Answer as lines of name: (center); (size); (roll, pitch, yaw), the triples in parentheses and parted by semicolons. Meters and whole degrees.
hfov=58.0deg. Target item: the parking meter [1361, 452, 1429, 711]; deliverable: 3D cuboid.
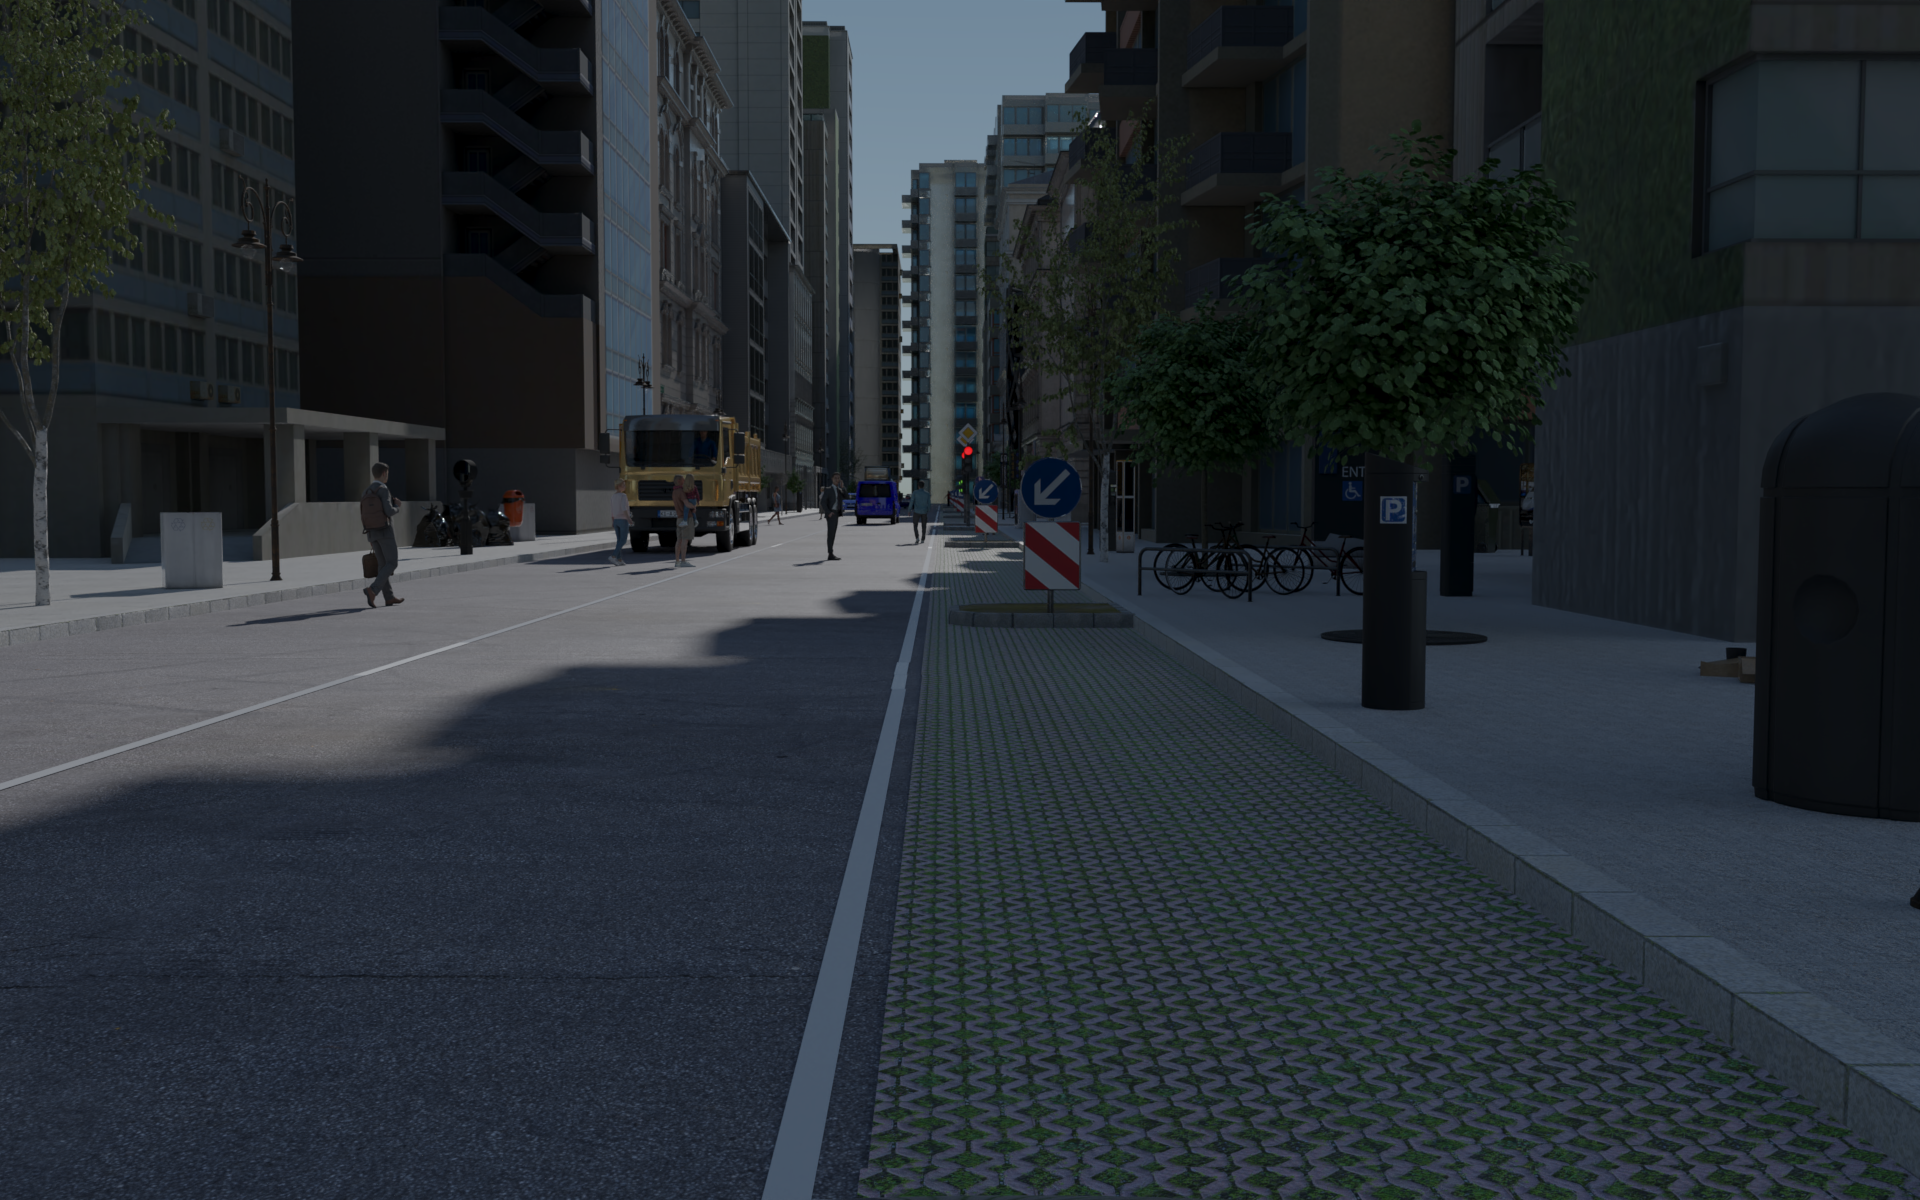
parking meter: (2.611, -0.121, 10.396); (0.372, 1.533, 0.369); (0, 3, 0)

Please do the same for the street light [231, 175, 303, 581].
street light: (-10.145, -3.225, 25.518); (0.468, 5.910, 1.993); (0, 4, -1)

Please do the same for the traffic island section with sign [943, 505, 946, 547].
traffic island section with sign: (0.576, -2.328, 46.697); (1.989, 1.847, 2.006); (0, 4, -1)

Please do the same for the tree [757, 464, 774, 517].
tree: (-11.324, -6.165, 95.398); (1.663, 3.219, 1.824); (0, 3, 0)

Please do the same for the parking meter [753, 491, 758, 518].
parking meter: (-10.735, -5.006, 90.251); (0.372, 1.533, 0.369); (0, 3, 0)

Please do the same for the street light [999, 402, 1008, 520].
street light: (2.177, -6.974, 86.821); (0.468, 5.910, 1.993); (0, 4, -1)

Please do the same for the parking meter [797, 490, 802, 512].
parking meter: (-11.527, -7.255, 124.333); (0.255, 1.863, 0.399); (2, 4, 35)

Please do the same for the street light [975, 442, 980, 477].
street light: (1.546, -10.881, 150.696); (0.468, 5.910, 1.993); (0, 4, -1)

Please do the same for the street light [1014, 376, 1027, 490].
street light: (2.382, -5.827, 68.055); (0.468, 5.910, 1.993); (0, 4, -1)

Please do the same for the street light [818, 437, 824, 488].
street light: (-11.295, -10.251, 140.384); (0.468, 5.910, 1.993); (0, 4, -1)

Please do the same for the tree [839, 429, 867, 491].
tree: (-12.459, -14.712, 190.904); (4.360, 8.622, 3.978); (0, 3, 0)

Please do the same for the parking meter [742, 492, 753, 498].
parking meter: (-10.491, -4.685, 85.014); (0.372, 1.533, 0.369); (0, 3, 0)

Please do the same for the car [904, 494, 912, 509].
car: (-4.689, -9.983, 172.259); (2.155, 1.783, 4.494); (0, 4, 0)

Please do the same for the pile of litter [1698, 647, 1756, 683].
pile of litter: (5.841, 0.132, 11.800); (1.176, 0.858, 1.719); (-1, 4, -12)

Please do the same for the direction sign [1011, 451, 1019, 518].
direction sign: (2.895, -6.059, 91.067); (0.379, 3.537, 0.876); (-2, 4, -25)

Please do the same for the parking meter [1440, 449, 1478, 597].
parking meter: (6.257, -0.979, 21.725); (0.399, 1.863, 0.255); (0, 4, -5)

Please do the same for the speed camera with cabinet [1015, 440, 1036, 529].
speed camera with cabinet: (2.459, -4.275, 64.238); (0.660, 3.252, 2.038); (0, 4, -8)

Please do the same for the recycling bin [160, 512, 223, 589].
recycling bin: (-10.524, -0.683, 23.721); (0.722, 1.027, 0.722); (-2, 4, -28)

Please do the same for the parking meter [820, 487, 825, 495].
parking meter: (-10.932, -8.081, 137.840); (0.255, 1.863, 0.399); (1, 4, 14)

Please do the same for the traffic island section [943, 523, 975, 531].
traffic island section: (0.344, -2.828, 68.512); (2.009, 0.180, 2.903); (0, 4, -1)

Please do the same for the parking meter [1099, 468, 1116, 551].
parking meter: (3.343, -2.029, 38.891); (0.255, 1.863, 0.399); (-2, 4, -35)

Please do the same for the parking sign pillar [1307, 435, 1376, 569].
parking sign pillar: (6.846, -2.561, 30.338); (1.447, 3.967, 1.447); (0, 4, 4)

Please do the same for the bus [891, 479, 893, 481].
bus: (-9.196, -12.724, 202.896); (2.948, 3.499, 13.247); (0, 3, 0)

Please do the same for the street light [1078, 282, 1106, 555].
street light: (2.777, -3.904, 36.623); (0.468, 5.910, 1.993); (0, 4, -1)

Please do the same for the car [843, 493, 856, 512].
car: (-8.786, -8.001, 140.407); (1.945, 1.707, 3.694); (0, 4, -1)

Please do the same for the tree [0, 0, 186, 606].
tree: (-10.766, -4.251, 19.866); (4.737, 8.622, 4.395); (0, 3, 0)

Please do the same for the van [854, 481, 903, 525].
van: (-3.915, -4.807, 82.981); (2.240, 2.365, 5.245); (0, 4, 1)

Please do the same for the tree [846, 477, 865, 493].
tree: (-12.037, -12.302, 195.738); (1.663, 3.219, 1.824); (0, 3, 0)

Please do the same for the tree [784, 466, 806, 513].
tree: (-11.334, -7.641, 119.533); (1.663, 3.219, 1.824); (0, 3, 0)

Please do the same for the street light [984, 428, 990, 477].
street light: (1.857, -8.946, 119.047); (0.468, 5.910, 1.993); (0, 4, -1)

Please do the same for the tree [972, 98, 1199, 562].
tree: (2.607, -5.028, 32.576); (4.737, 8.622, 4.395); (0, 3, 0)

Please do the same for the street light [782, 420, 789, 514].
street light: (-10.932, -8.315, 108.736); (0.468, 5.910, 1.993); (0, 4, -1)

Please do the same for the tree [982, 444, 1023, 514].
tree: (3.097, -7.921, 113.225); (4.285, 4.588, 4.351); (0, 3, 0)

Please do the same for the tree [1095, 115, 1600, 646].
tree: (3.862, -1.923, 15.161); (4.285, 4.588, 4.351); (0, 3, 0)

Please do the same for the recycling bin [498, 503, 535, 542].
recycling bin: (-12.056, -2.114, 47.116); (0.722, 1.027, 0.722); (1, 4, 21)

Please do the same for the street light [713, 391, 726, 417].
street light: (-10.619, -6.343, 76.499); (0.468, 5.910, 1.993); (0, 4, -1)

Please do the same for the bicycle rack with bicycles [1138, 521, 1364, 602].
bicycle rack with bicycles: (3.508, -0.529, 22.034); (2.852, 0.926, 2.925); (-3, 5, -41)

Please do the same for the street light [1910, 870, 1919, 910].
street light: (3.047, -1.982, 5.189); (0.468, 5.910, 1.993); (0, 4, -1)

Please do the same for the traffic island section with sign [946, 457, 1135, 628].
traffic island section with sign: (0.866, -0.655, 19.340); (1.989, 1.847, 2.006); (0, 4, -1)

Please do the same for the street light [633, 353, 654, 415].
street light: (-10.381, -5.150, 56.996); (0.468, 5.910, 1.993); (0, 4, -1)

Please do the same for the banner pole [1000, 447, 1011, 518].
banner pole: (2.473, -6.268, 92.493); (0.863, 3.779, 0.401); (3, 4, 36)

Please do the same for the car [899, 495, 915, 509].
car: (-5.042, -9.165, 162.435); (1.945, 1.354, 3.894); (0, 4, 0)
